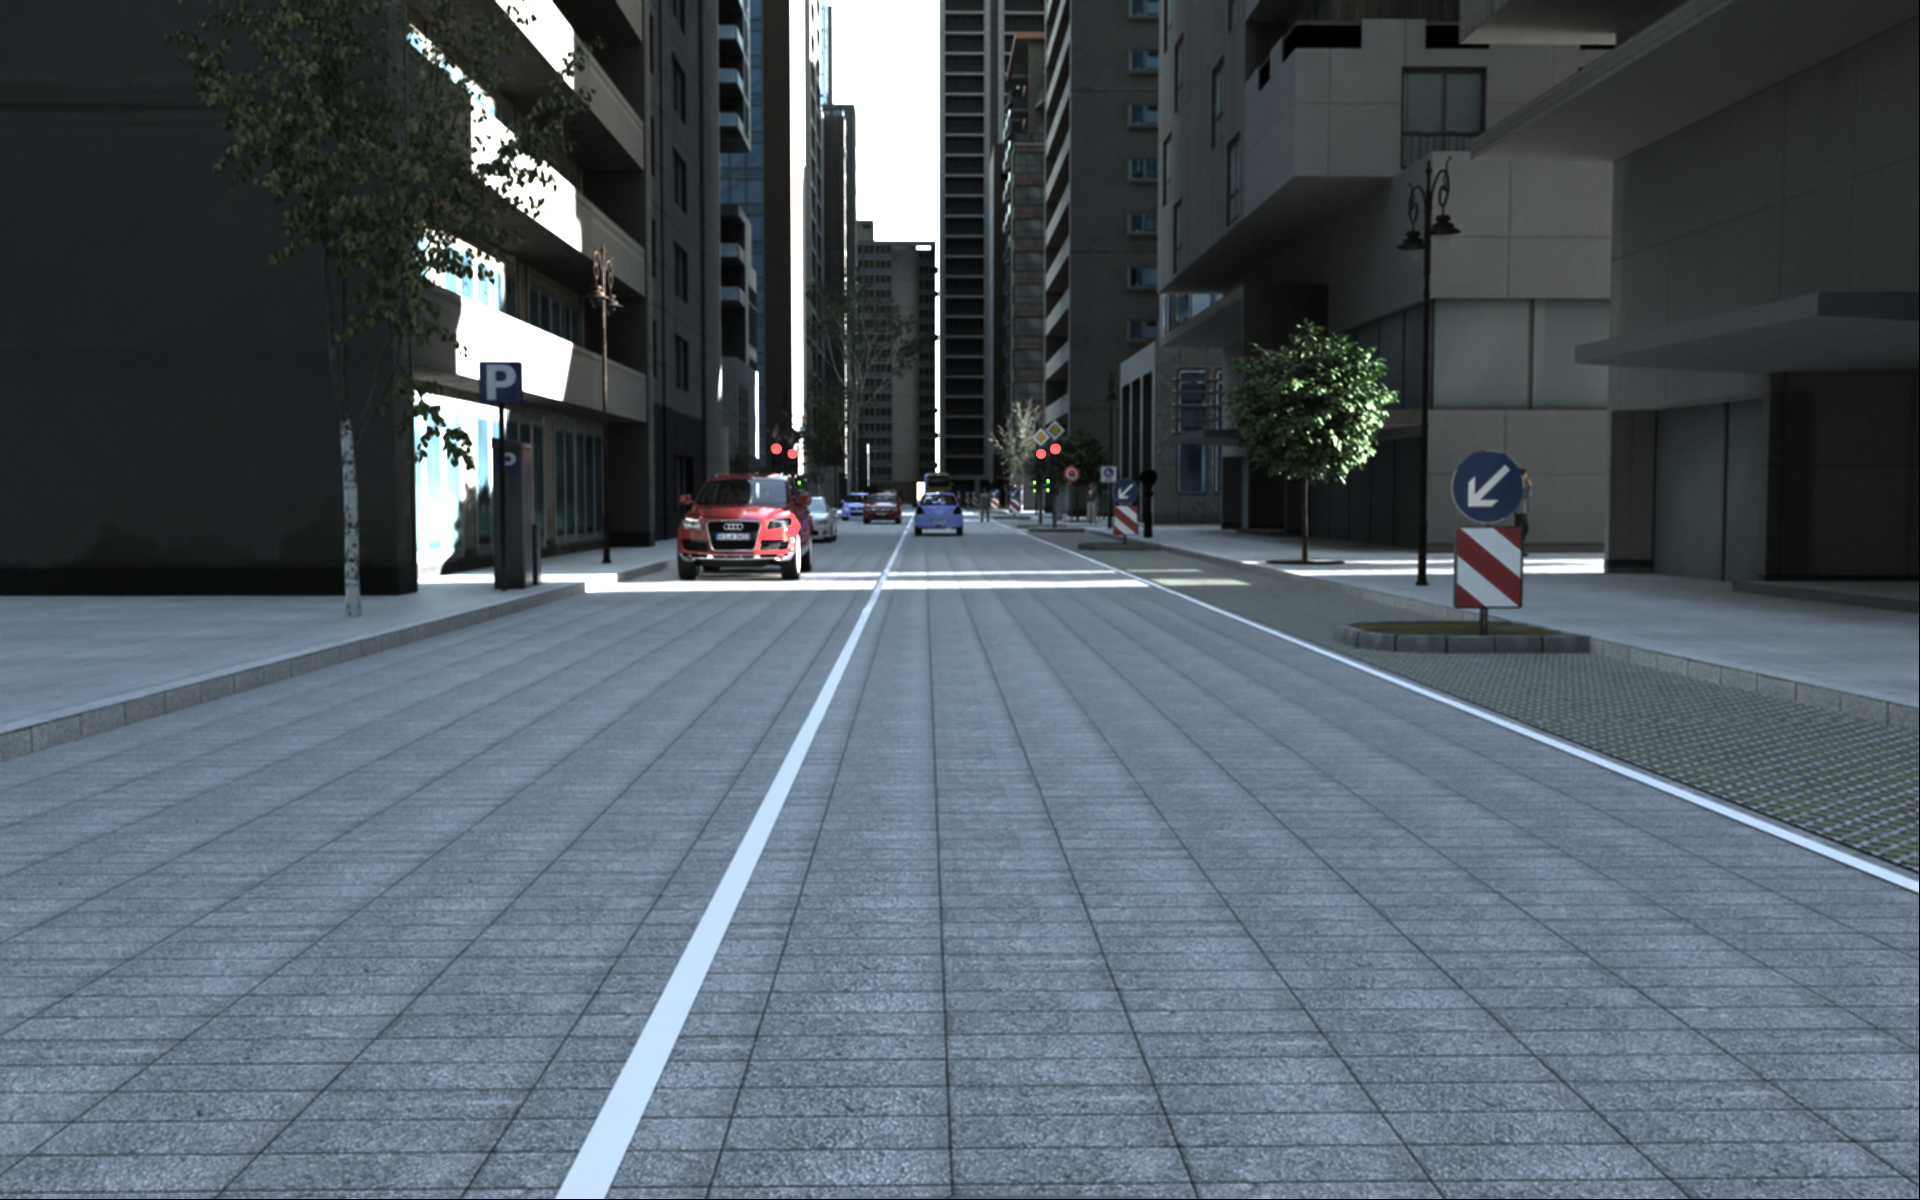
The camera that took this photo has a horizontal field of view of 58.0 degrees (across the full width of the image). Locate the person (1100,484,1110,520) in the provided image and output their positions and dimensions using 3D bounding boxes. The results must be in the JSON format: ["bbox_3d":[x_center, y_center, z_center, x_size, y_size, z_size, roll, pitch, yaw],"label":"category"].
[{"bbox_3d":[7.270,-4.898,86.372,0.600,1.795,0.529,-3,5,-42],"label":"person"}]

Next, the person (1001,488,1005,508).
[{"bbox_3d":[4.044,-9.676,163.884,0.705,1.869,1.348,0,4,-2],"label":"person"}]

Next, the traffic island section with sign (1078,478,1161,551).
[{"bbox_3d":[4.066,-2.199,44.587,1.989,1.847,2.006,0,4,-1],"label":"traffic island section with sign"}]

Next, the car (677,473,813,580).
[{"bbox_3d":[-3.740,-1.349,30.737,2.281,1.827,5.304,0,4,-1],"label":"car"}]

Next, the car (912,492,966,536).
[{"bbox_3d":[-0.741,-3.145,61.008,1.945,1.707,3.694,0,4,0],"label":"car"}]

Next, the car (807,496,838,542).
[{"bbox_3d":[-4.748,-2.476,52.847,2.083,1.381,4.827,0,4,-2],"label":"car"}]

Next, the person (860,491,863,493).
[{"bbox_3d":[-10.059,-10.234,174.839,0.593,1.643,0.415,0,4,3],"label":"person"}]

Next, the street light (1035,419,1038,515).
[{"bbox_3d":[4.733,-8.203,106.902,0.468,5.910,1.993,0,4,-1],"label":"street light"}]

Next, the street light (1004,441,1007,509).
[{"bbox_3d":[3.928,-10.732,148.250,0.468,5.910,1.993,0,4,-1],"label":"street light"}]

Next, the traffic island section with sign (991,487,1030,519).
[{"bbox_3d":[2.941,-5.487,98.334,1.989,1.847,2.006,0,4,-1],"label":"traffic island section with sign"}]

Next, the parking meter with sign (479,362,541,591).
[{"bbox_3d":[-6.099,-1.678,23.703,0.543,3.016,1.738,0,4,-4],"label":"parking meter with sign"}]

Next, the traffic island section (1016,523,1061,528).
[{"bbox_3d":[3.448,-3.147,73.740,2.009,0.180,2.903,0,4,-1],"label":"traffic island section"}]

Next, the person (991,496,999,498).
[{"bbox_3d":[3.490,-10.057,170.438,0.705,1.831,1.348,-2,4,-29],"label":"person"}]

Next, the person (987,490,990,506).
[{"bbox_3d":[3.136,-11.085,187.990,0.721,1.736,1.217,-2,4,-30],"label":"person"}]

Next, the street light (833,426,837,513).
[{"bbox_3d":[-8.289,-8.714,115.262,0.468,5.910,1.993,0,4,-1],"label":"street light"}]

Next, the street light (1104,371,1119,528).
[{"bbox_3d":[5.686,-5.656,65.262,0.468,5.910,1.993,0,4,-1],"label":"street light"}]

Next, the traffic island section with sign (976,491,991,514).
[{"bbox_3d":[2.381,-7.144,125.426,1.989,1.847,2.006,0,4,-1],"label":"traffic island section with sign"}]

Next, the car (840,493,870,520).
[{"bbox_3d":[-5.575,-5.233,95.158,1.945,1.707,3.694,0,4,0],"label":"car"}]

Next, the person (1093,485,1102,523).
[{"bbox_3d":[6.061,-4.339,77.991,0.512,1.701,0.522,-1,4,-19],"label":"person"}]

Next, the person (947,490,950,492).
[{"bbox_3d":[-1.039,-8.670,150.213,0.705,1.831,1.348,-1,4,-10],"label":"person"}]

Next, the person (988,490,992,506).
[{"bbox_3d":[3.190,-10.714,181.748,0.617,1.759,0.750,2,4,34],"label":"person"}]

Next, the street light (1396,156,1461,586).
[{"bbox_3d":[6.498,-3.144,24.184,0.468,5.910,1.993,0,4,-1],"label":"street light"}]

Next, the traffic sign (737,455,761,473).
[{"bbox_3d":[-6.795,-3.409,55.837,0.768,2.556,0.104,0,4,3],"label":"traffic sign"}]

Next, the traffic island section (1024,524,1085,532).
[{"bbox_3d":[3.614,-2.659,65.757,2.009,0.180,2.903,0,4,-1],"label":"traffic island section"}]

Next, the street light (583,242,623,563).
[{"bbox_3d":[-6.575,-3.625,32.058,0.468,5.910,1.993,0,4,-1],"label":"street light"}]

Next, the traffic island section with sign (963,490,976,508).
[{"bbox_3d":[1.328,-10.229,175.871,1.989,1.847,2.006,0,4,-1],"label":"traffic island section with sign"}]

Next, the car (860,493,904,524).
[{"bbox_3d":[-3.790,-4.644,84.964,2.155,1.783,4.494,0,4,-1],"label":"car"}]

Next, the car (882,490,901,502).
[{"bbox_3d":[-6.899,-9.822,169.265,2.281,1.827,5.304,0,4,-1],"label":"car"}]

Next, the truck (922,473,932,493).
[{"bbox_3d":[-3.020,-13.814,215.624,2.967,4.110,18.799,0,4,-3],"label":"truck"}]

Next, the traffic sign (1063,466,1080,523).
[{"bbox_3d":[5.038,-4.768,78.070,0.768,2.556,0.104,0,4,4],"label":"traffic sign"}]

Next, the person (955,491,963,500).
[{"bbox_3d":[-0.271,-8.996,156.408,1.217,1.723,0.721,2,4,25],"label":"person"}]

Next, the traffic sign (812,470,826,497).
[{"bbox_3d":[-7.561,-5.660,92.654,0.768,2.556,0.104,1,4,8],"label":"traffic sign"}]

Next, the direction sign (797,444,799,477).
[{"bbox_3d":[-7.355,-5.293,78.533,0.379,3.537,0.876,0,4,-2],"label":"direction sign"}]

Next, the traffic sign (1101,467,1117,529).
[{"bbox_3d":[5.399,-3.722,62.977,0.606,2.300,0.079,0,4,2],"label":"traffic sign"}]

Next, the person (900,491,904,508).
[{"bbox_3d":[-6.166,-10.718,184.428,0.721,1.739,1.217,-1,4,-20],"label":"person"}]

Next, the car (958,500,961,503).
[{"bbox_3d":[-0.927,-5.181,94.302,1.945,1.707,3.694,0,4,-2],"label":"car"}]

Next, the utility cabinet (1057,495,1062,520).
[{"bbox_3d":[4.827,-4.546,85.482,0.306,1.237,1.020,0,4,-5],"label":"utility cabinet"}]

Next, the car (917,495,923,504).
[{"bbox_3d":[-2.270,-7.320,132.046,2.083,1.381,4.827,0,3,0],"label":"car"}]

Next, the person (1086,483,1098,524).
[{"bbox_3d":[5.588,-4.111,73.803,0.519,1.759,0.362,2,4,32],"label":"person"}]

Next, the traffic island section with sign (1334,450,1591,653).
[{"bbox_3d":[4.647,-0.477,16.430,1.989,1.847,2.006,0,4,-1],"label":"traffic island section with sign"}]

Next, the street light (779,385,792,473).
[{"bbox_3d":[-7.430,-6.168,73.629,0.468,5.910,1.993,0,4,-1],"label":"street light"}]

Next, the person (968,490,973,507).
[{"bbox_3d":[1.240,-10.903,186.782,0.705,1.822,1.348,3,4,36],"label":"person"}]
